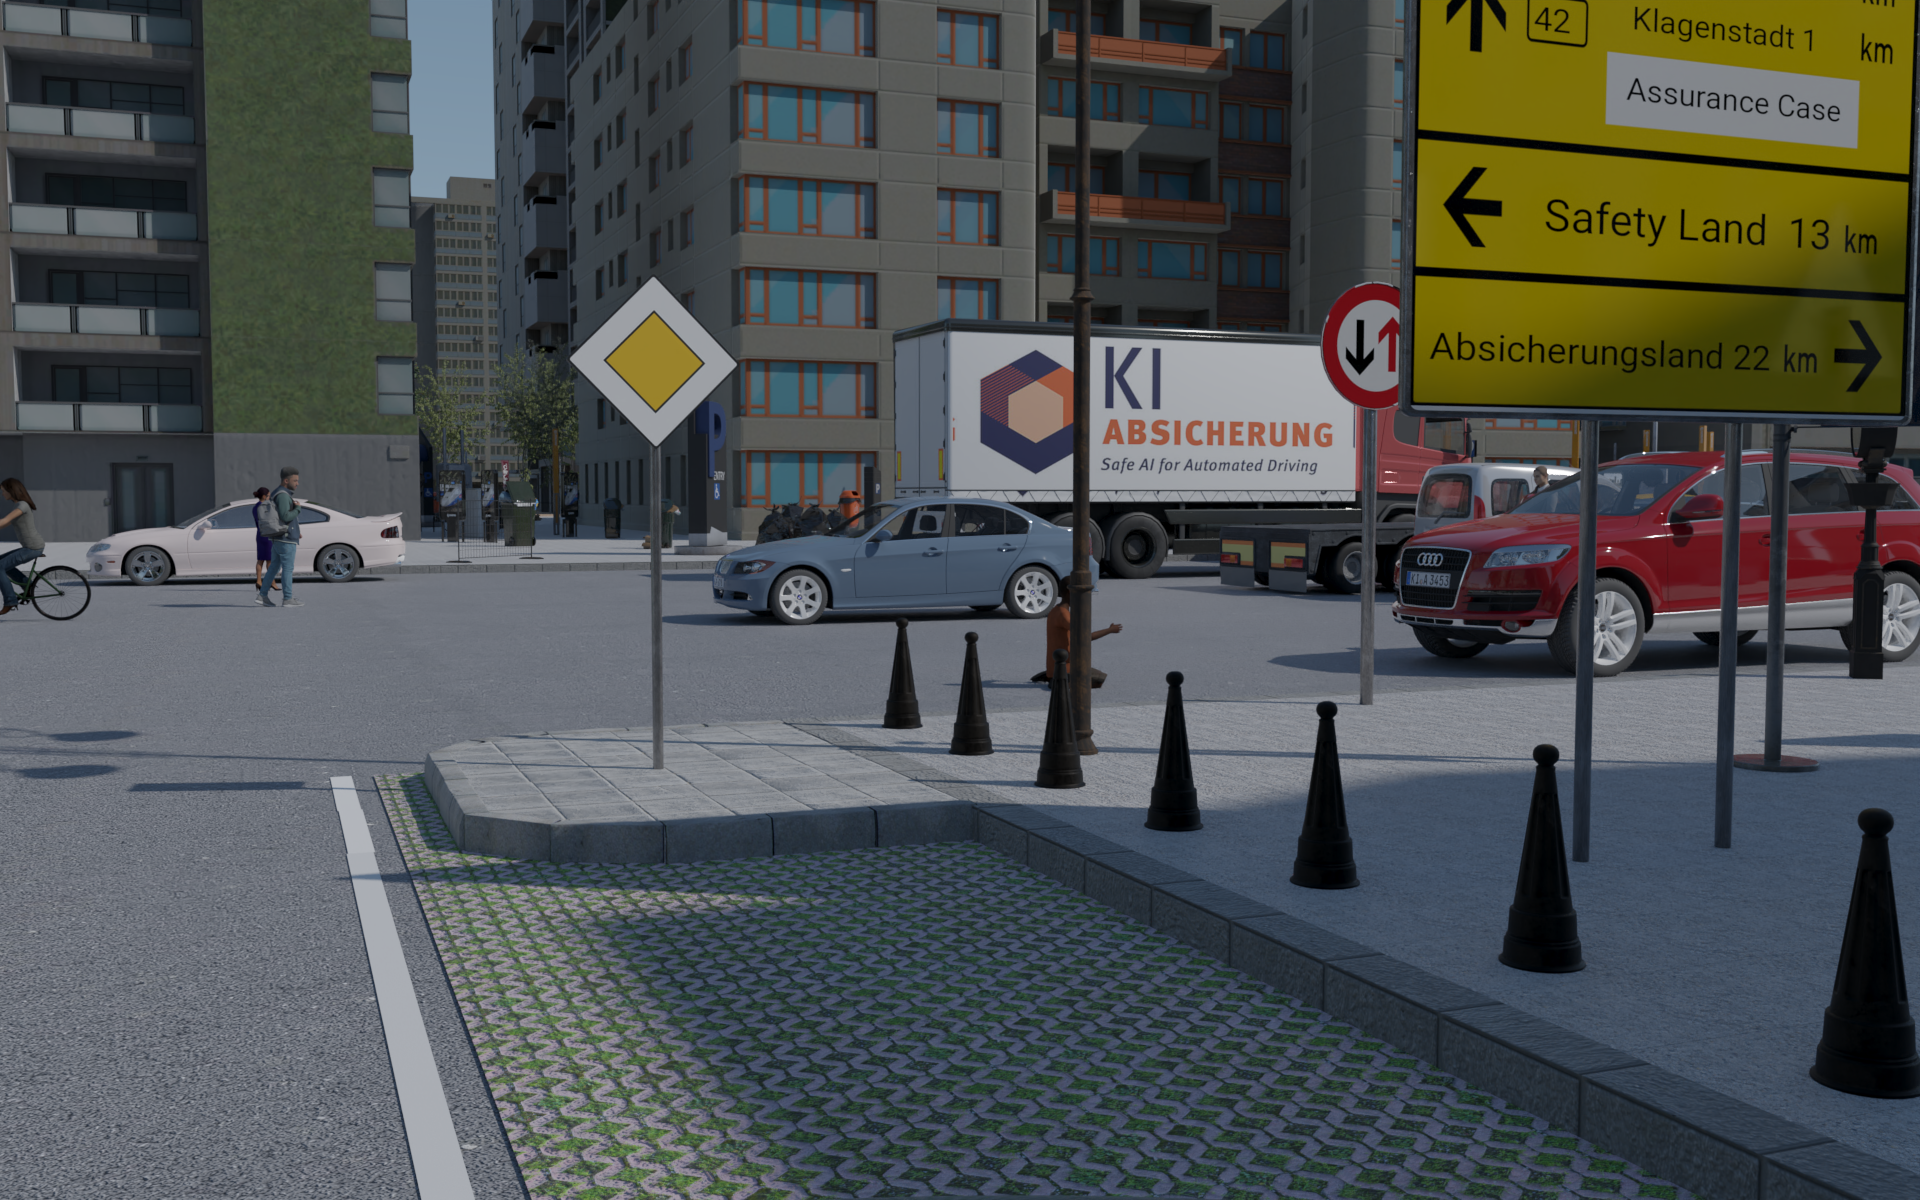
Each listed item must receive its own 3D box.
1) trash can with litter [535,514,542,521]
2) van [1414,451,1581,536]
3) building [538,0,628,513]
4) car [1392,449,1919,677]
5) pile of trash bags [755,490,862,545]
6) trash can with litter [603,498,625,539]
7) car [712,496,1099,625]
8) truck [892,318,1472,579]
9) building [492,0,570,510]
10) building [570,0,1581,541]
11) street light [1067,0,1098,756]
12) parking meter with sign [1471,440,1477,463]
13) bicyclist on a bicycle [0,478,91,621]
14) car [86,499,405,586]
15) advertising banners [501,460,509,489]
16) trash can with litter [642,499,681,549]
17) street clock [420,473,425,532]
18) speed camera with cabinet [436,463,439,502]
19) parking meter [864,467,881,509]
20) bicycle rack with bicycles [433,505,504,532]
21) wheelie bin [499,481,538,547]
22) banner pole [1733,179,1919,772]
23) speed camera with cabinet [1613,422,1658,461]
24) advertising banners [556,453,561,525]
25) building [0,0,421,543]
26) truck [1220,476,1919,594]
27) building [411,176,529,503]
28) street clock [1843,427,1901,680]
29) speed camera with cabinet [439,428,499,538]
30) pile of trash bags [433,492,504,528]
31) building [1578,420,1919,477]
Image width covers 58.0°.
[{"bbox_3d":[-20.563,-4.376,82.933,0.624,1.170,1.055,2,4,33],"label":"trash can with litter"},{"bbox_3d":[8.315,-1.035,23.927,4.112,2.044,2.013,-1,4,-20],"label":"van"},{"bbox_3d":[-16.663,-41.416,115.409,20.563,71.187,20.611,-1,4,-22],"label":"building"},{"bbox_3d":[6.199,-0.389,15.028,5.304,1.827,2.281,-1,4,-22],"label":"car"},{"bbox_3d":[-3.386,-1.953,41.678,1.912,1.369,3.447,2,4,27],"label":"pile of trash bags"},{"bbox_3d":[-10.024,-2.375,50.223,0.624,1.170,1.055,-1,4,-13],"label":"trash can with litter"},{"bbox_3d":[-0.627,-0.498,20.148,4.499,1.417,2.014,-1,4,-20],"label":"car"},{"bbox_3d":[4.480,-2.564,30.841,11.283,4.237,2.839,-1,4,-23],"label":"truck"},{"bbox_3d":[-22.377,-33.720,140.568,28.713,52.752,27.495,-1,4,-22],"label":"building"},{"bbox_3d":[2.320,-13.457,65.062,28.899,21.520,27.650,-1,4,-22],"label":"building"},{"bbox_3d":[0.595,-2.178,8.397,0.468,5.910,1.993,-1,4,-22],"label":"street light"},{"bbox_3d":[17.385,-3.663,56.156,1.738,3.016,0.543,0,4,-6],"label":"parking meter with sign"},{"bbox_3d":[-10.613,-0.569,19.332,1.625,1.676,1.499,-1,4,-23],"label":"bicyclist on a bicycle"},{"bbox_3d":[-11.585,-0.973,28.267,4.827,1.381,2.083,-1,4,-21],"label":"car"},{"bbox_3d":[-22.893,-5.708,89.506,0.090,3.025,2.074,2,4,35],"label":"advertising banners"},{"bbox_3d":[-7.037,-1.790,40.653,0.624,1.170,1.055,1,4,14],"label":"trash can with litter"},{"bbox_3d":[-18.476,-3.332,59.044,0.471,2.002,0.358,-2,4,-25],"label":"street clock"},{"bbox_3d":[-23.708,-5.318,81.281,2.038,3.252,0.660,3,5,41],"label":"speed camera with cabinet"},{"bbox_3d":[-1.861,-1.911,36.950,0.255,1.863,0.399,1,4,23],"label":"parking meter"},{"bbox_3d":[-16.307,-2.760,58.504,2.852,0.926,2.925,3,5,43],"label":"bicycle rack with bicycles"},{"bbox_3d":[-10.871,-2.116,42.512,0.980,1.594,0.693,-3,5,-43],"label":"wheelie bin"},{"bbox_3d":[4.043,-1.097,7.961,0.863,3.779,0.401,2,4,25],"label":"banner pole"},{"bbox_3d":[17.893,-3.192,46.531,2.038,3.252,0.660,2,4,26],"label":"speed camera with cabinet"},{"bbox_3d":[-16.795,-4.654,72.279,0.090,3.025,2.074,0,4,-4],"label":"advertising banners"},{"bbox_3d":[-23.754,-22.425,50.247,14.086,41.232,14.154,-1,4,-22],"label":"building"},{"bbox_3d":[13.082,-2.383,28.715,18.799,4.110,2.967,-1,4,-22],"label":"truck"},{"bbox_3d":[-60.378,-32.017,215.366,23.993,40.220,32.217,-1,4,-22],"label":"building"},{"bbox_3d":[6.321,-0.456,12.027,0.358,2.002,0.471,1,4,19],"label":"street clock"},{"bbox_3d":[-15.266,-3.658,54.150,0.660,3.252,2.038,1,4,21],"label":"speed camera with cabinet"},{"bbox_3d":[-19.788,-3.766,71.321,1.912,1.369,3.447,1,4,20],"label":"pile of trash bags"},{"bbox_3d":[34.086,-27.561,74.320,21.600,48.544,21.300,-1,4,-22],"label":"building"}]
